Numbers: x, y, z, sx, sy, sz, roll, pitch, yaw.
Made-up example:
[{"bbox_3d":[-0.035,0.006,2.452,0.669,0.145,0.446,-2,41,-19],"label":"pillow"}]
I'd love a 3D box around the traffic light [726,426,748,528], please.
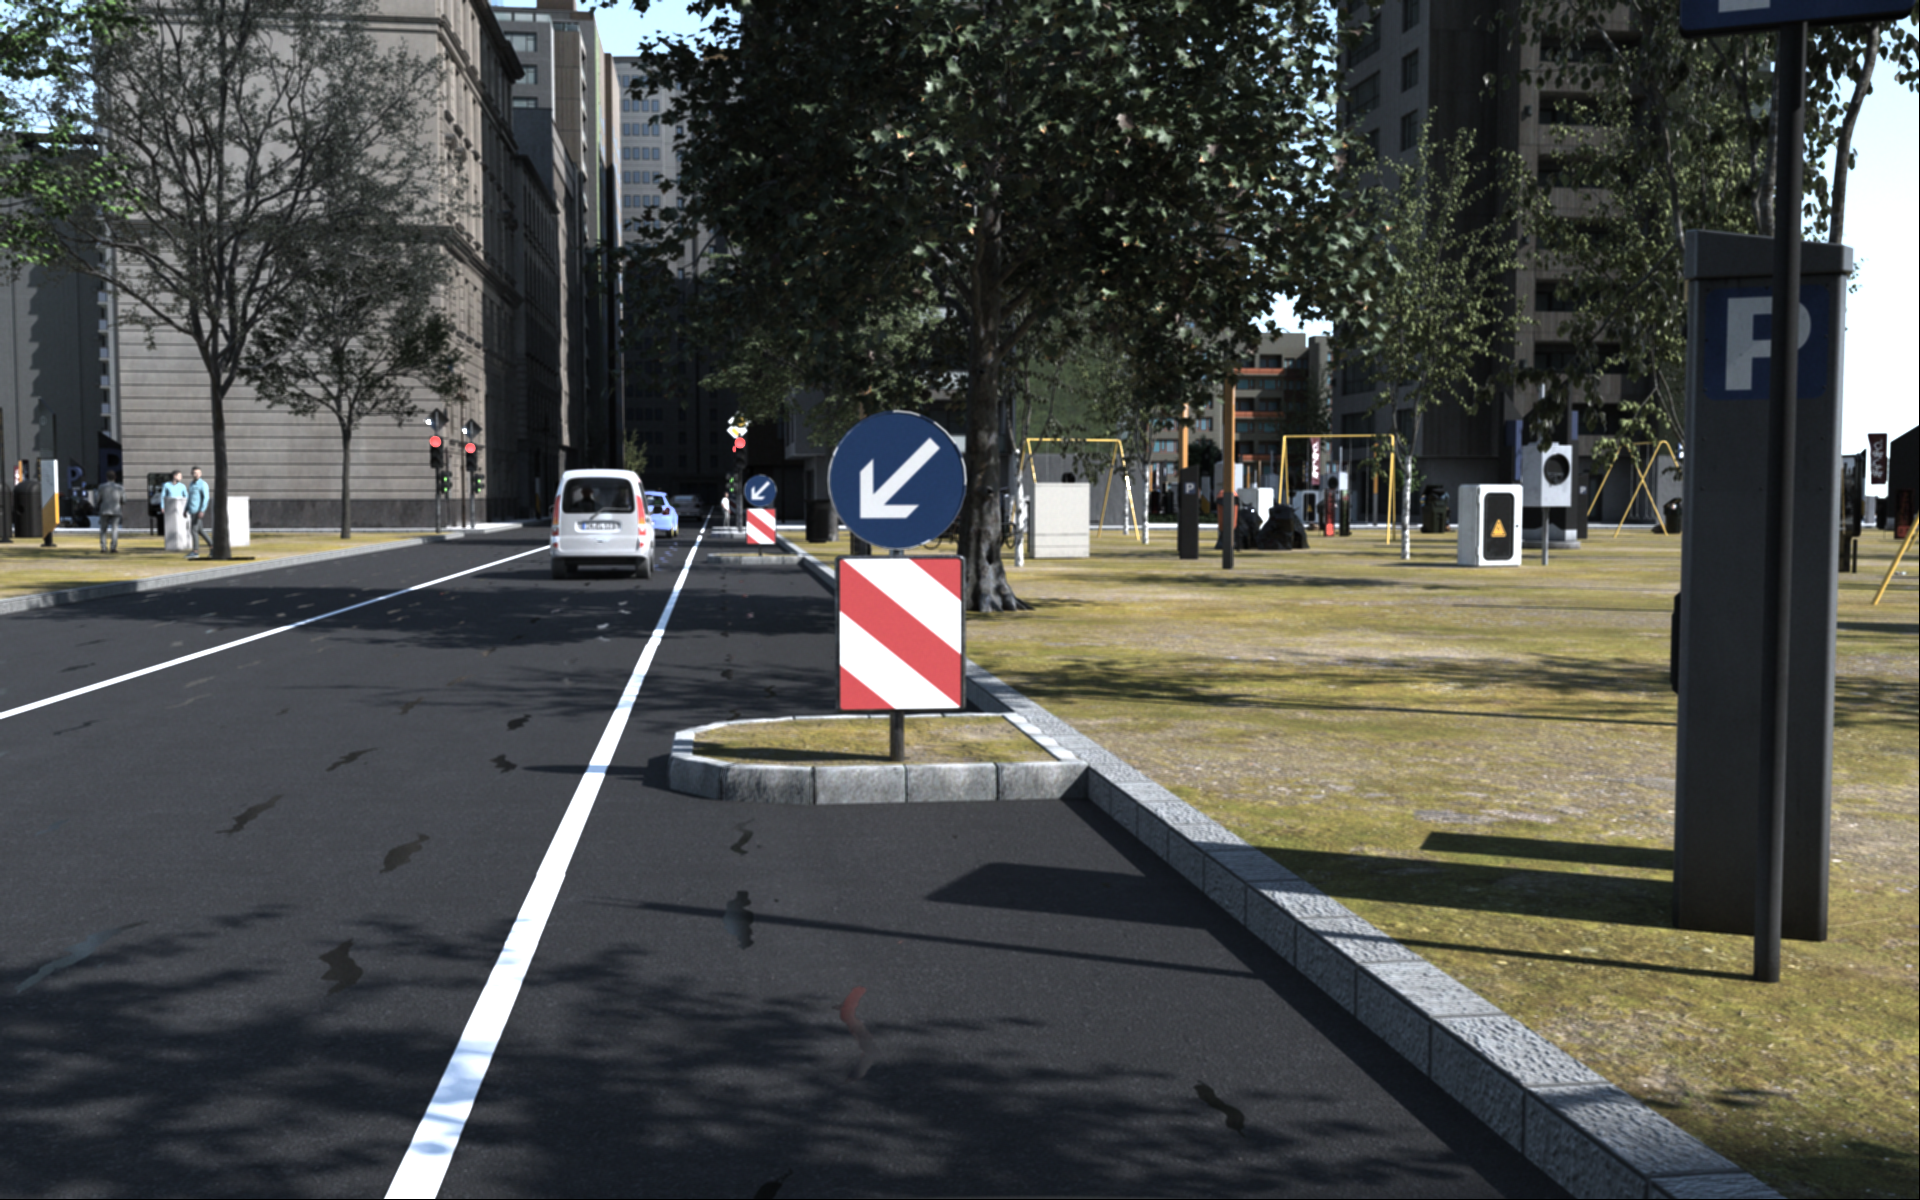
[{"bbox_3d":[-8.469,-4.701,65.782,0.839,4.253,0.868,0,4,-8],"label":"traffic light"}]

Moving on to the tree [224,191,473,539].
[{"bbox_3d":[-17.456,-7.058,49.806,8.767,10.594,7.601,3,5,40],"label":"tree"}]

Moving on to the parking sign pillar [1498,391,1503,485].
[{"bbox_3d":[14.777,-3.512,45.892,1.447,3.967,1.447,-3,5,-43],"label":"parking sign pillar"}]

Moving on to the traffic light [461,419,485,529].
[{"bbox_3d":[-18.135,-4.618,64.424,0.839,4.253,0.868,0,4,-8],"label":"traffic light"}]

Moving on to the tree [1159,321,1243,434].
[{"bbox_3d":[4.962,-5.766,44.644,4.360,8.622,3.978,0,3,0],"label":"tree"}]

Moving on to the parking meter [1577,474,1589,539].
[{"bbox_3d":[17.758,-2.686,49.621,0.399,1.863,0.255,-1,4,-10],"label":"parking meter"}]

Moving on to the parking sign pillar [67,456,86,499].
[{"bbox_3d":[-62.544,-8.207,122.661,1.447,3.967,1.447,1,4,18],"label":"parking sign pillar"}]

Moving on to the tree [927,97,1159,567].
[{"bbox_3d":[1.075,-4.881,30.174,4.360,8.622,3.978,0,3,0],"label":"tree"}]

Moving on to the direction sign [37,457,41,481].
[{"bbox_3d":[-56.527,-7.038,107.075,0.876,3.537,0.379,-3,5,-41],"label":"direction sign"}]

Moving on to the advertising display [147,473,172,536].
[{"bbox_3d":[-24.408,-2.924,53.025,0.974,1.923,0.123,1,4,15],"label":"advertising display"}]

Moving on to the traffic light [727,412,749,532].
[{"bbox_3d":[-7.367,-4.217,57.873,0.839,4.253,0.868,0,4,-8],"label":"traffic light"}]

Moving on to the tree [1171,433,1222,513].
[{"bbox_3d":[12.971,-6.674,92.840,4.285,4.588,4.351,0,3,0],"label":"tree"}]

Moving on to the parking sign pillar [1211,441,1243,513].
[{"bbox_3d":[13.445,-6.082,87.912,1.447,3.967,1.447,-1,4,-19],"label":"parking sign pillar"}]

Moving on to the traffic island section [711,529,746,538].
[{"bbox_3d":[-7.325,-2.184,57.992,2.009,0.180,2.903,0,4,-8],"label":"traffic island section"}]

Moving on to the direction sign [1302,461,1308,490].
[{"bbox_3d":[23.398,-7.678,117.529,0.379,3.537,0.876,2,4,34],"label":"direction sign"}]

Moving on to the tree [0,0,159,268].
[{"bbox_3d":[-12.101,-5.644,18.035,9.928,11.665,9.643,0,3,0],"label":"tree"}]

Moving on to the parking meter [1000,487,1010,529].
[{"bbox_3d":[1.506,-3.093,58.989,0.372,1.533,0.369,0,3,0],"label":"parking meter"}]

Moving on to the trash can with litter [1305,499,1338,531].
[{"bbox_3d":[12.653,-3.014,60.668,1.055,1.170,0.624,-2,4,-32],"label":"trash can with litter"}]

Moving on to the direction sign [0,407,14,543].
[{"bbox_3d":[-25.080,-3.266,45.396,0.379,3.537,0.876,-2,4,-27],"label":"direction sign"}]

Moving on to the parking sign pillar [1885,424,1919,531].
[{"bbox_3d":[33.031,-4.389,60.227,1.447,3.967,1.447,1,4,23],"label":"parking sign pillar"}]

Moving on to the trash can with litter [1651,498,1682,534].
[{"bbox_3d":[22.866,-2.733,56.066,0.624,1.170,1.055,-2,4,-28],"label":"trash can with litter"}]

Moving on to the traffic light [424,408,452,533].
[{"bbox_3d":[-17.033,-4.134,56.515,0.839,4.253,0.868,0,4,-8],"label":"traffic light"}]

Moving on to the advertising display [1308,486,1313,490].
[{"bbox_3d":[27.314,-7.938,135.004,0.123,1.923,0.974,0,4,-1],"label":"advertising display"}]

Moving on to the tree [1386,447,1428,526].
[{"bbox_3d":[18.182,-4.626,70.236,1.663,3.219,1.824,0,3,0],"label":"tree"}]

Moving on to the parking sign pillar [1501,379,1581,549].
[{"bbox_3d":[13.866,-3.195,40.709,1.447,3.967,1.447,-2,4,-32],"label":"parking sign pillar"}]

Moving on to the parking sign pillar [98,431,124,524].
[{"bbox_3d":[-35.979,-5.220,73.814,1.447,3.967,1.447,-1,4,-19],"label":"parking sign pillar"}]

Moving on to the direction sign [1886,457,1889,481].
[{"bbox_3d":[56.549,-6.941,105.479,0.379,3.537,0.876,-3,4,-36],"label":"direction sign"}]

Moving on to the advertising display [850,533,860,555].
[{"bbox_3d":[-2.115,-1.894,36.188,0.123,1.923,0.974,-2,4,-24],"label":"advertising display"}]

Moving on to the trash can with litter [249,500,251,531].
[{"bbox_3d":[-19.812,-2.194,47.257,1.055,1.170,0.624,3,4,38],"label":"trash can with litter"}]

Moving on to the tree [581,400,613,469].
[{"bbox_3d":[-28.958,-11.269,134.611,4.360,8.622,3.978,0,3,0],"label":"tree"}]

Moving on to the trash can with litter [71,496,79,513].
[{"bbox_3d":[-57.031,-6.149,111.927,1.055,1.170,0.624,3,5,42],"label":"trash can with litter"}]

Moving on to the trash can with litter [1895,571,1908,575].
[{"bbox_3d":[15.463,-0.949,26.575,1.678,1.210,2.233,-1,4,-15],"label":"trash can with litter"}]

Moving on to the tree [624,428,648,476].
[{"bbox_3d":[-36.227,-14.619,189.380,4.737,8.622,4.395,0,3,0],"label":"tree"}]

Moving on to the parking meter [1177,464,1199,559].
[{"bbox_3d":[4.490,-1.736,34.089,0.399,1.863,0.255,0,4,0],"label":"parking meter"}]

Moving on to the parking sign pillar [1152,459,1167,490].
[{"bbox_3d":[15.443,-8.916,134.249,1.447,3.967,1.447,-3,5,-41],"label":"parking sign pillar"}]

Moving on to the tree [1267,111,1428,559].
[{"bbox_3d":[8.976,-5.121,34.088,4.737,8.622,4.395,0,3,0],"label":"tree"}]

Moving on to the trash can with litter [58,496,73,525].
[{"bbox_3d":[-36.882,-3.647,70.690,2.233,1.210,1.678,0,4,-6],"label":"trash can with litter"}]

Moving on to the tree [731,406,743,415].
[{"bbox_3d":[-11.162,-9.339,103.054,4.737,8.622,4.395,0,3,0],"label":"tree"}]

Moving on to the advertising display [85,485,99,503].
[{"bbox_3d":[-58.282,-6.809,116.546,0.974,1.923,0.123,-1,4,-22],"label":"advertising display"}]

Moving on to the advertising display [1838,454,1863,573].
[{"bbox_3d":[14.548,-1.426,28.535,0.123,1.923,0.974,0,4,1],"label":"advertising display"}]

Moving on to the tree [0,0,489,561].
[{"bbox_3d":[-14.259,-7.509,33.146,12.009,13.543,11.850,0,3,0],"label":"tree"}]

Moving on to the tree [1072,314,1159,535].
[{"bbox_3d":[5.303,-6.390,54.833,4.737,8.622,4.395,0,3,0],"label":"tree"}]

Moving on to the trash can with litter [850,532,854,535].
[{"bbox_3d":[-2.926,-2.570,53.409,1.055,1.170,0.624,0,4,2],"label":"trash can with litter"}]

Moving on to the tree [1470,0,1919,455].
[{"bbox_3d":[4.488,-3.611,9.408,4.360,8.622,3.978,0,3,0],"label":"tree"}]

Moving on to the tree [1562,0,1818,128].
[{"bbox_3d":[9.547,-4.439,22.943,4.737,8.622,4.395,0,3,0],"label":"tree"}]

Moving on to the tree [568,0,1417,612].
[{"bbox_3d":[0.334,-6.227,18.821,9.611,12.733,9.660,0,3,0],"label":"tree"}]

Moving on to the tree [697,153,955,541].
[{"bbox_3d":[-3.698,-7.898,47.253,7.486,12.596,7.792,0,3,0],"label":"tree"}]
